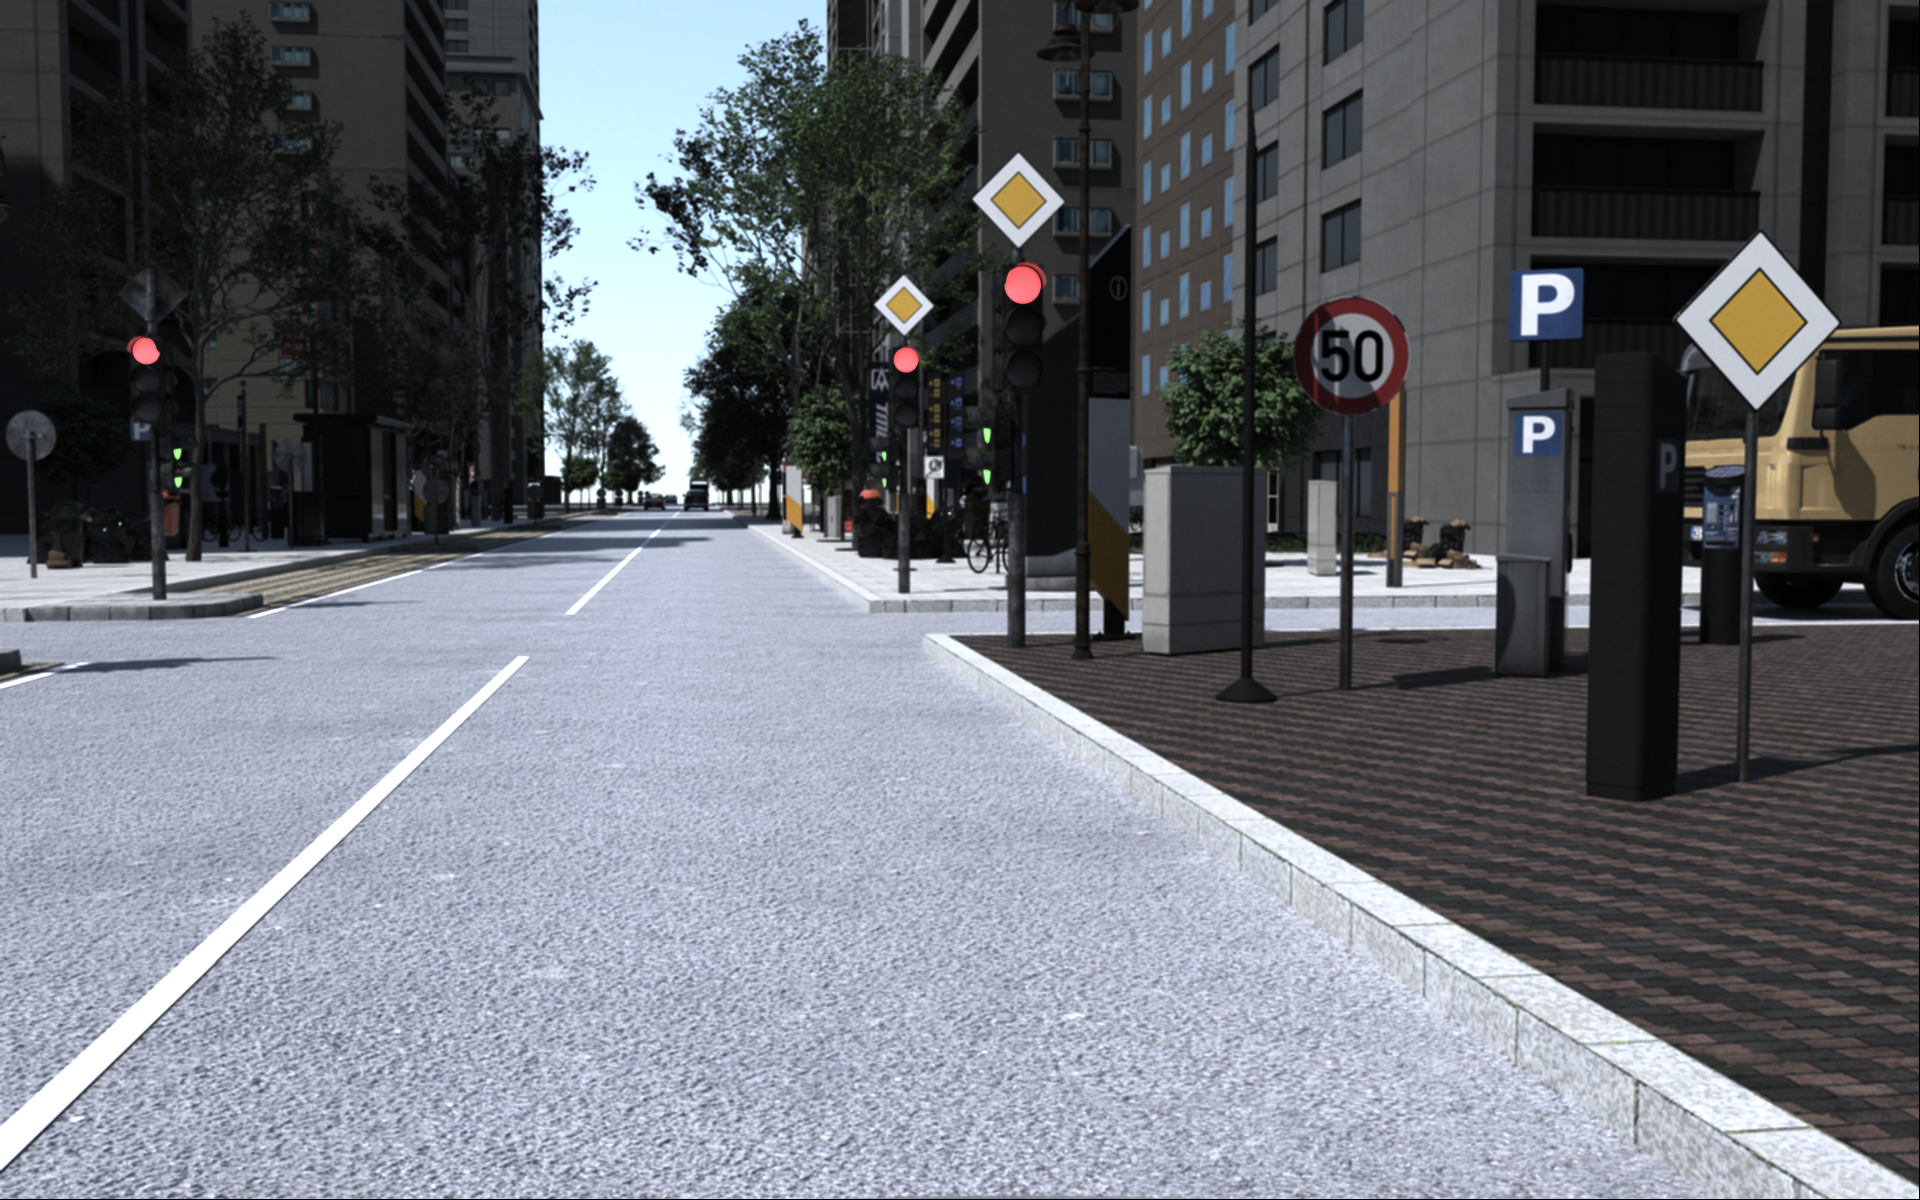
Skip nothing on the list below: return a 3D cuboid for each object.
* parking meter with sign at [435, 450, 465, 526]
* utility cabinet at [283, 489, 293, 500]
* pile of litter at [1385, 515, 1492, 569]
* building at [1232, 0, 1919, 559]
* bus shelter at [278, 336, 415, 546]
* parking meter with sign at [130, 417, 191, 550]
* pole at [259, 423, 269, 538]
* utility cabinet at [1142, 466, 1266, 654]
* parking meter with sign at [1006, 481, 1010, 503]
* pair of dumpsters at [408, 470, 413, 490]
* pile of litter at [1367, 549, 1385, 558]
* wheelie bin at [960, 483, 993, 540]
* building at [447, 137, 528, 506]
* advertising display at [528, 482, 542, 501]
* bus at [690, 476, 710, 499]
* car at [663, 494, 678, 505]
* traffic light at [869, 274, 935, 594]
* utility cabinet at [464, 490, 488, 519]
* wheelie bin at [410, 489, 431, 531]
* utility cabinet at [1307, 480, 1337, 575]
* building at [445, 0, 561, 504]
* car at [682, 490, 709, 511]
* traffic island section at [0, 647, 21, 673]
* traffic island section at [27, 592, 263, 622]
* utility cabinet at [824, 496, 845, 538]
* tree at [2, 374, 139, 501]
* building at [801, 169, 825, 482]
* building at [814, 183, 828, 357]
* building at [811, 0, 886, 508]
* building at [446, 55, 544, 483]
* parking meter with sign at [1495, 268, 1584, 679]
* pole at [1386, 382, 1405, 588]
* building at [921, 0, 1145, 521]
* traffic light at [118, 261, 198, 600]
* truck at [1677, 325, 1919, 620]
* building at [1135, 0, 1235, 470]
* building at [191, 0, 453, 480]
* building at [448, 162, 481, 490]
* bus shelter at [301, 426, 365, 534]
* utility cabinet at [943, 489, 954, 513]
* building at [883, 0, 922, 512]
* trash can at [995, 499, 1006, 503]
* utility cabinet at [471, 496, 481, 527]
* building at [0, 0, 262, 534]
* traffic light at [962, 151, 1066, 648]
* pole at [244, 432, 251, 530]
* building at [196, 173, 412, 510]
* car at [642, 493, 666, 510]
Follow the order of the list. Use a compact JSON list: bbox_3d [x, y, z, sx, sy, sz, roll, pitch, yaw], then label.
[{"bbox_3d":[-20.277,-4.432,68.729,0.543,3.016,1.738,0,4,-1],"label":"parking meter with sign"},{"bbox_3d":[-31.673,-4.463,81.645,0.318,1.500,1.173,-2,4,-28],"label":"utility cabinet"},{"bbox_3d":[8.427,-0.986,30.082,1.176,0.858,1.719,-1,4,-21],"label":"pile of litter"},{"bbox_3d":[20.025,-37.014,43.429,20.611,71.187,20.563,-1,4,-9],"label":"building"},{"bbox_3d":[-16.500,-4.218,46.591,2.179,5.291,8.768,-1,4,-8],"label":"bus shelter"},{"bbox_3d":[-18.344,-2.671,39.937,0.543,3.016,1.738,0,4,5],"label":"parking meter with sign"},{"bbox_3d":[-20.104,-3.436,50.024,0.158,3.312,0.155,0,3,0],"label":"pole"},{"bbox_3d":[1.987,-0.331,14.095,1.173,1.500,0.318,-3,5,-41],"label":"utility cabinet"},{"bbox_3d":[2.190,-4.820,75.064,0.543,3.016,1.738,0,4,6],"label":"parking meter with sign"},{"bbox_3d":[-21.879,-3.938,66.880,1.574,2.255,4.437,-1,4,-8],"label":"pair of dumpsters"},{"bbox_3d":[8.946,-1.262,34.606,1.176,0.858,1.719,-2,4,-29],"label":"pile of litter"},{"bbox_3d":[0.497,-2.493,48.675,0.980,1.594,0.693,-2,4,-29],"label":"wheelie bin"},{"bbox_3d":[-56.192,-31.138,192.703,14.154,41.232,14.086,-1,4,-9],"label":"building"},{"bbox_3d":[-23.302,-5.490,94.971,0.974,1.923,0.123,2,4,34],"label":"advertising display"},{"bbox_3d":[-36.044,-15.177,239.688,2.896,3.916,12.252,0,4,-8],"label":"bus"},{"bbox_3d":[-38.626,-13.407,231.199,2.014,1.417,4.499,-1,4,-9],"label":"car"},{"bbox_3d":[-0.741,-2.040,22.278,0.839,4.253,0.868,-1,4,-9],"label":"traffic light"},{"bbox_3d":[-24.697,-4.876,88.403,0.318,1.500,1.173,3,5,41],"label":"utility cabinet"},{"bbox_3d":[-18.944,-3.227,60.666,0.980,1.594,0.693,3,5,42],"label":"wheelie bin"},{"bbox_3d":[5.767,-1.154,27.541,0.318,1.500,1.173,0,4,4],"label":"utility cabinet"},{"bbox_3d":[-65.674,-48.811,236.315,20.563,71.187,20.611,-1,4,-9],"label":"building"},{"bbox_3d":[-22.578,-8.533,148.180,2.281,1.827,5.304,-1,4,-10],"label":"car"},{"bbox_3d":[-8.544,0.559,13.144,2.009,0.180,2.903,-1,4,-9],"label":"traffic island section"},{"bbox_3d":[-9.739,0.076,21.040,2.009,0.180,2.903,-1,4,-9],"label":"traffic island section"},{"bbox_3d":[-3.706,-2.432,50.925,0.306,1.237,1.020,-2,4,-25],"label":"utility cabinet"},{"bbox_3d":[-24.447,-3.906,47.571,4.285,4.588,4.351,0,3,0],"label":"tree"},{"bbox_3d":[-8.188,-40.047,244.013,28.713,52.752,27.495,-1,4,-9],"label":"building"},{"bbox_3d":[-11.797,-32.981,222.833,14.154,41.232,14.086,-1,4,-9],"label":"building"},{"bbox_3d":[-6.909,-46.889,204.885,20.563,71.187,20.611,-1,4,-9],"label":"building"},{"bbox_3d":[-66.357,-38.106,212.265,28.713,52.752,27.495,-1,4,-9],"label":"building"},{"bbox_3d":[4.251,-1.010,12.770,0.543,3.016,1.738,1,4,22],"label":"parking meter with sign"},{"bbox_3d":[5.978,-1.829,23.739,0.158,3.312,0.155,0,3,0],"label":"pole"},{"bbox_3d":[9.916,-28.418,88.333,21.300,48.544,21.600,-1,4,-9],"label":"building"},{"bbox_3d":[-9.698,-1.957,20.911,0.839,4.253,0.868,-1,4,-9],"label":"traffic light"},{"bbox_3d":[12.828,-1.535,21.020,9.791,3.379,3.469,-1,4,-8],"label":"truck"},{"bbox_3d":[14.960,-25.256,63.047,14.600,45.320,14.200,-1,4,-9],"label":"building"},{"bbox_3d":[-50.928,-30.974,130.135,21.300,48.544,21.600,-1,4,-9],"label":"building"},{"bbox_3d":[-49.654,-23.100,149.382,14.160,30.474,14.107,-1,4,-9],"label":"building"},{"bbox_3d":[-20.637,-4.107,58.439,1.731,3.624,6.357,-1,4,-9],"label":"bus shelter"},{"bbox_3d":[-0.728,-4.214,77.575,0.318,1.500,1.173,-2,4,-32],"label":"utility cabinet"},{"bbox_3d":[4.961,-35.841,128.005,21.231,58.520,28.212,-1,4,-9],"label":"building"},{"bbox_3d":[1.419,-2.527,52.970,0.748,1.137,0.748,0,3,0],"label":"trash can"},{"bbox_3d":[-19.031,-3.487,68.174,0.306,1.237,1.020,-1,4,-12],"label":"utility cabinet"},{"bbox_3d":[-37.739,-38.159,62.155,20.563,71.187,20.611,-1,4,-9],"label":"building"},{"bbox_3d":[0.454,-1.557,14.382,0.839,4.253,0.868,-1,4,-9],"label":"traffic light"},{"bbox_3d":[-23.379,-3.850,56.795,0.158,3.312,0.155,0,3,0],"label":"pole"},{"bbox_3d":[-50.244,-15.935,105.574,27.650,21.520,28.899,-1,4,-9],"label":"building"},{"bbox_3d":[-27.651,-9.040,156.846,2.155,1.783,4.494,0,4,-7],"label":"car"}]
